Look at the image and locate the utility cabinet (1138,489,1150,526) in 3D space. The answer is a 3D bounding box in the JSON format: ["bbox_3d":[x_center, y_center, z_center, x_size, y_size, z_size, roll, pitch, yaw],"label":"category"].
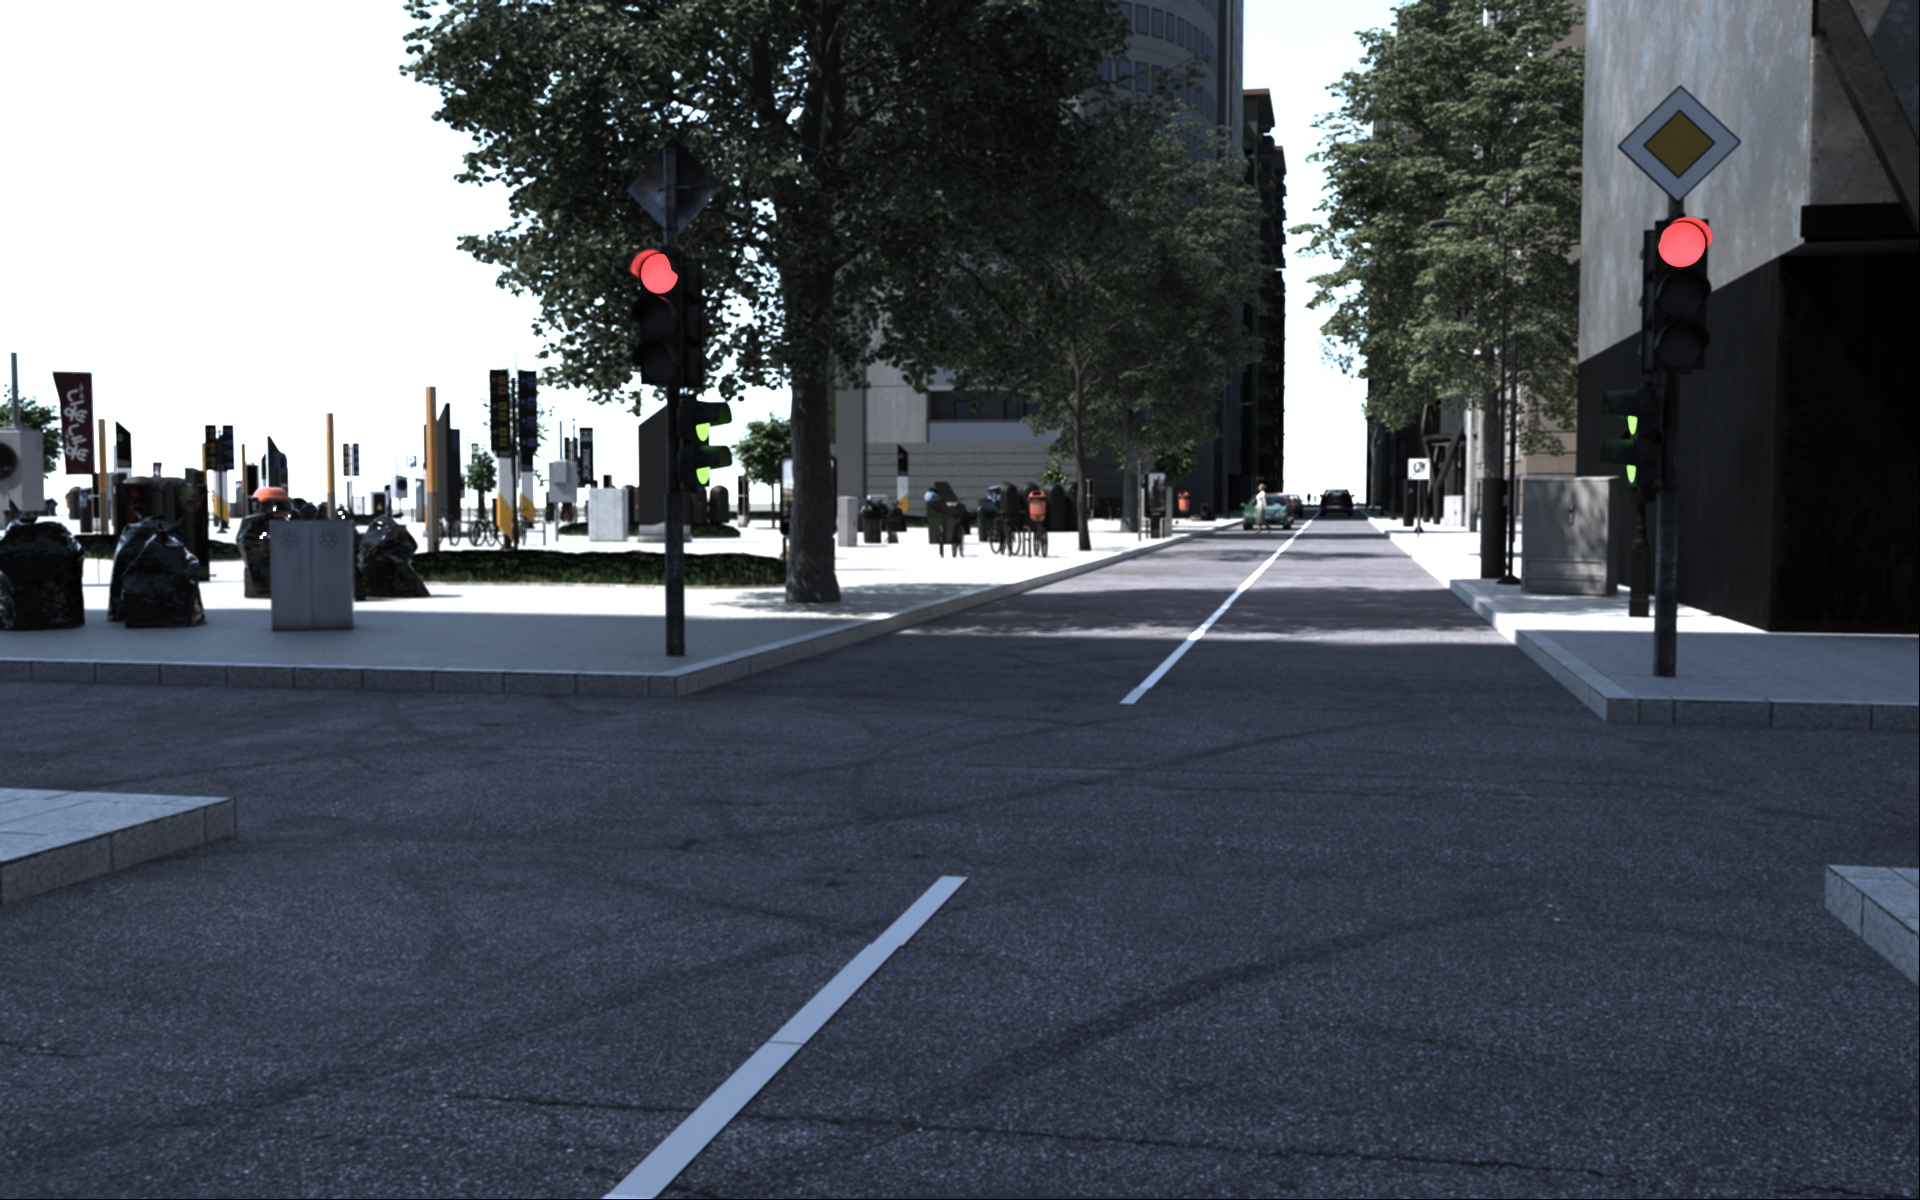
[{"bbox_3d":[7.757,-3.725,69.587,1.173,1.500,0.318,2,4,25],"label":"utility cabinet"}]

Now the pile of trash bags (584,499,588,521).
[{"bbox_3d":[-17.312,-4.557,84.259,1.912,1.369,3.447,-1,4,-10],"label":"pile of trash bags"}]

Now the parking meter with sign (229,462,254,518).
[{"bbox_3d":[-38.414,-5.890,92.570,0.543,3.016,1.738,1,4,9],"label":"parking meter with sign"}]

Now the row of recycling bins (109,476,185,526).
[{"bbox_3d":[-18.420,-2.008,39.948,1.069,1.692,3.534,-1,4,-9],"label":"row of recycling bins"}]

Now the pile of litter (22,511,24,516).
[{"bbox_3d":[-40.123,-3.635,73.397,1.719,0.858,1.176,-3,5,-42],"label":"pile of litter"}]

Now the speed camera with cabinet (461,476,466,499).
[{"bbox_3d":[-24.600,-5.429,83.104,0.660,3.252,2.038,1,4,23],"label":"speed camera with cabinet"}]

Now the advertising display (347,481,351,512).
[{"bbox_3d":[-29.540,-4.806,83.786,0.123,1.923,0.974,-1,4,-13],"label":"advertising display"}]

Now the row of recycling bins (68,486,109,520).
[{"bbox_3d":[-43.047,-4.906,87.334,3.534,1.692,1.069,-1,4,-12],"label":"row of recycling bins"}]

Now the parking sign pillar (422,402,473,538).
[{"bbox_3d":[-15.309,-3.861,51.600,1.447,3.967,1.447,-3,4,-36],"label":"parking sign pillar"}]

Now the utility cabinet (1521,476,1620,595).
[{"bbox_3d":[7.766,-0.820,22.082,0.318,1.500,1.173,-3,5,-42],"label":"utility cabinet"}]

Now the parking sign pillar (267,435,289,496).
[{"bbox_3d":[-31.562,-5.610,80.194,1.447,3.967,1.447,0,4,2],"label":"parking sign pillar"}]

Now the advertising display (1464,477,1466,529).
[{"bbox_3d":[19.024,-3.591,63.919,0.123,1.923,0.974,-2,4,-35],"label":"advertising display"}]

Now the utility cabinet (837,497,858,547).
[{"bbox_3d":[-2.744,-1.908,42.361,0.306,1.237,1.020,1,4,9],"label":"utility cabinet"}]

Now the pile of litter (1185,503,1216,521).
[{"bbox_3d":[11.454,-4.185,82.386,1.719,0.858,1.176,-1,4,-14],"label":"pile of litter"}]

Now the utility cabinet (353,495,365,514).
[{"bbox_3d":[-32.638,-5.070,94.061,1.020,1.237,0.306,2,4,35],"label":"utility cabinet"}]

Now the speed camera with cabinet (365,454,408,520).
[{"bbox_3d":[-27.825,-5.486,84.027,0.660,3.252,2.038,3,5,40],"label":"speed camera with cabinet"}]

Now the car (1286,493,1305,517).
[{"bbox_3d":[20.468,-6.058,107.851,1.959,1.807,4.718,1,4,11],"label":"car"}]

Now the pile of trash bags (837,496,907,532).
[{"bbox_3d":[-3.616,-2.998,58.768,3.447,1.369,1.912,-1,4,-23],"label":"pile of trash bags"}]

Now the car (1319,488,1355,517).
[{"bbox_3d":[24.354,-6.316,111.947,2.281,1.827,5.304,1,4,13],"label":"car"}]

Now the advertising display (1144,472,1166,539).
[{"bbox_3d":[5.648,-2.744,50.084,0.123,1.923,0.974,3,5,40],"label":"advertising display"}]

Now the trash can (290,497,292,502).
[{"bbox_3d":[-35.030,-4.788,89.940,0.748,1.137,0.748,0,3,0],"label":"trash can"}]

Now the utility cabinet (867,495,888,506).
[{"bbox_3d":[-4.094,-4.586,86.149,1.020,1.237,0.306,-2,4,-33],"label":"utility cabinet"}]

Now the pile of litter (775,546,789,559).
[{"bbox_3d":[-3.135,-1.247,34.349,1.176,0.858,1.719,1,4,20],"label":"pile of litter"}]

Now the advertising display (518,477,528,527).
[{"bbox_3d":[-16.634,-3.742,66.395,0.123,1.923,0.974,-3,5,-41],"label":"advertising display"}]

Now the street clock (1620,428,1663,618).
[{"bbox_3d":[7.095,-0.824,18.037,0.471,2.002,0.358,2,4,25],"label":"street clock"}]

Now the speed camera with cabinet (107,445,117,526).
[{"bbox_3d":[-33.212,-4.610,69.706,2.038,3.252,0.660,-1,4,-10],"label":"speed camera with cabinet"}]

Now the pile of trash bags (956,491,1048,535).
[{"bbox_3d":[1.091,-2.765,54.963,3.447,1.369,1.912,1,4,14],"label":"pile of trash bags"}]

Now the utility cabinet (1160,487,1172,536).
[{"bbox_3d":[6.098,-2.658,52.132,0.318,1.500,1.173,1,4,20],"label":"utility cabinet"}]

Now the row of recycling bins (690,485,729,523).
[{"bbox_3d":[-11.892,-4.212,75.986,3.534,1.692,1.069,-1,4,-16],"label":"row of recycling bins"}]

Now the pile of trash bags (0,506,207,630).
[{"bbox_3d":[-9.218,-0.443,16.998,3.447,1.369,1.912,-1,4,-16],"label":"pile of trash bags"}]

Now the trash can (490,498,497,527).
[{"bbox_3d":[-16.866,-3.177,63.599,0.748,1.137,0.748,0,3,0],"label":"trash can"}]

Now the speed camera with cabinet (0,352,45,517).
[{"bbox_3d":[-13.866,-1.817,24.051,2.038,3.252,0.660,0,4,3],"label":"speed camera with cabinet"}]

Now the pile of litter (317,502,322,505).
[{"bbox_3d":[-34.880,-4.907,94.194,1.719,0.858,1.176,2,4,33],"label":"pile of litter"}]

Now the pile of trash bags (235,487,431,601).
[{"bbox_3d":[-8.247,-0.752,22.042,1.912,1.369,3.447,-3,5,-43],"label":"pile of trash bags"}]

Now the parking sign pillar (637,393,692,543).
[{"bbox_3d":[-7.849,-3.514,45.934,1.447,3.967,1.447,1,4,12],"label":"parking sign pillar"}]

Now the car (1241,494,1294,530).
[{"bbox_3d":[12.507,-3.583,70.381,2.131,1.459,4.920,1,4,12],"label":"car"}]

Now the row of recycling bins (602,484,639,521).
[{"bbox_3d":[-13.409,-3.943,71.579,3.534,1.692,1.069,2,4,29],"label":"row of recycling bins"}]

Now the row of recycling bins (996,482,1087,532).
[{"bbox_3d":[2.733,-3.160,58.771,3.534,1.692,1.069,-2,4,-27],"label":"row of recycling bins"}]

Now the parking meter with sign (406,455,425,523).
[{"bbox_3d":[-24.312,-5.031,78.519,0.543,3.016,1.738,1,4,21],"label":"parking meter with sign"}]

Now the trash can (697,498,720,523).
[{"bbox_3d":[-8.316,-2.787,57.219,0.748,1.137,0.748,0,3,0],"label":"trash can"}]

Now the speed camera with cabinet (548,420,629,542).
[{"bbox_3d":[-10.021,-3.203,46.705,2.038,3.252,0.660,0,3,0],"label":"speed camera with cabinet"}]

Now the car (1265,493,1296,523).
[{"bbox_3d":[15.219,-4.583,83.966,2.155,1.783,4.494,1,4,14],"label":"car"}]

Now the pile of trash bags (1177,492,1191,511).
[{"bbox_3d":[9.849,-4.612,85.156,3.447,1.369,1.912,3,5,41],"label":"pile of trash bags"}]

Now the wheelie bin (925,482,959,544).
[{"bbox_3d":[-0.499,-2.238,44.499,0.693,1.594,0.980,2,4,32],"label":"wheelie bin"}]

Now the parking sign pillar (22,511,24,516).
[{"bbox_3d":[-44.058,-5.646,80.781,1.447,3.967,1.447,3,4,38],"label":"parking sign pillar"}]

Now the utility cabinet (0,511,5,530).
[{"bbox_3d":[-34.120,-3.106,61.938,0.306,1.237,1.020,1,4,15],"label":"utility cabinet"}]

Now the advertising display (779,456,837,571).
[{"bbox_3d":[-2.548,-1.462,29.113,0.974,1.923,0.123,1,4,11],"label":"advertising display"}]

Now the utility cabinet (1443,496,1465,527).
[{"bbox_3d":[19.346,-3.457,67.678,0.306,1.237,1.020,-2,4,-26],"label":"utility cabinet"}]
